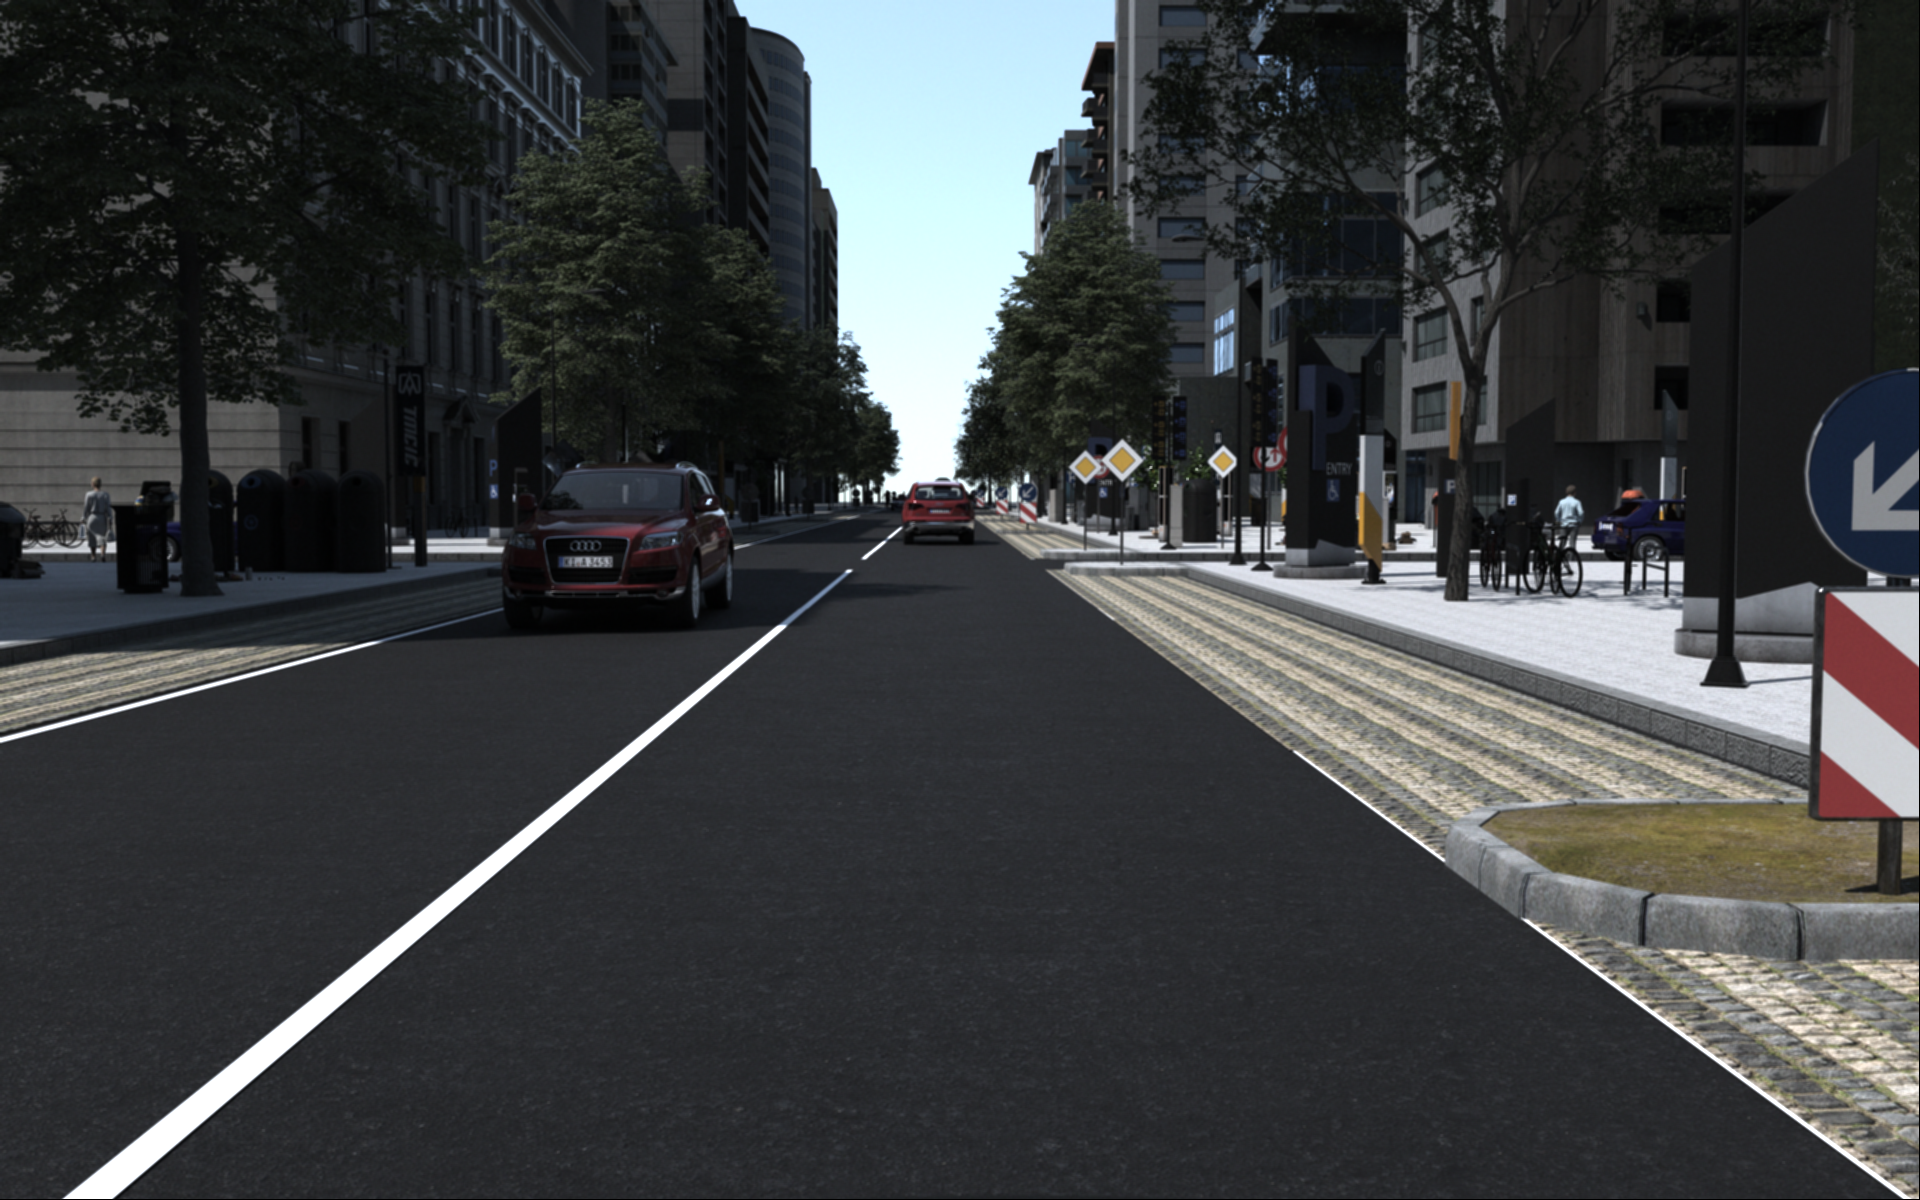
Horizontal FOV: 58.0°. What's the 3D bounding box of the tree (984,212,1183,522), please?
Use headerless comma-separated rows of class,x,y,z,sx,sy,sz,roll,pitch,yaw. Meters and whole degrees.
tree,5.468,-10.593,79.852,9.857,13.997,8.962,0,3,0

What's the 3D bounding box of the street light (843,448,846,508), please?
street light,-9.728,-10.004,136.101,1.470,5.913,1.316,0,4,-1

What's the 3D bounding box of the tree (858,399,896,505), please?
tree,-11.013,-17.569,205.378,7.486,12.596,7.792,0,3,0

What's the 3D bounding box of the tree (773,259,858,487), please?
tree,-9.830,-9.490,73.292,7.486,12.596,7.792,0,3,0

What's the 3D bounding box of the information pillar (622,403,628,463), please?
information pillar,-8.706,-3.284,45.056,0.183,3.616,0.504,0,4,-5

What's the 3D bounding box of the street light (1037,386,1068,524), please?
street light,3.894,-6.163,73.304,1.470,5.913,1.316,0,4,-1

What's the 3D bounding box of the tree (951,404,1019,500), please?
tree,4.119,-16.459,179.467,12.009,13.543,11.850,0,3,0

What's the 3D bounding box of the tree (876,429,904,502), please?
tree,-12.528,-20.925,267.874,9.928,11.665,9.643,0,3,0

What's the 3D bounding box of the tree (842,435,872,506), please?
tree,-11.730,-14.625,189.483,4.737,8.622,4.395,0,3,0

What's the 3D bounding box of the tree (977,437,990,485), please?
tree,3.975,-12.575,155.956,4.737,8.622,4.395,0,3,0

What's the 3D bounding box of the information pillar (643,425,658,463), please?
information pillar,-10.219,-4.021,57.100,0.504,3.616,0.183,-1,4,-14

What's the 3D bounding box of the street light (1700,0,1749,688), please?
street light,4.591,-2.379,11.445,1.470,5.913,1.316,0,4,-1

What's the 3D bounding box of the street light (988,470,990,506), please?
street light,3.238,-10.885,150.513,1.470,5.913,1.316,0,4,-1

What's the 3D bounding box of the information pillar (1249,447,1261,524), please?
information pillar,11.944,-4.804,69.895,0.504,3.616,0.183,1,4,12

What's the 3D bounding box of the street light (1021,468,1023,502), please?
street light,3.730,-7.371,93.061,1.470,5.913,1.316,0,4,-1

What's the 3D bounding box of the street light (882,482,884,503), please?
street light,-10.520,-15.037,218.391,1.470,5.913,1.316,0,4,-1

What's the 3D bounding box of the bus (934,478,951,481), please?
bus,-2.571,-16.354,258.933,2.896,3.916,12.252,0,4,0

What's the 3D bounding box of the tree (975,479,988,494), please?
tree,2.983,-15.493,247.913,1.663,3.219,1.824,0,3,0

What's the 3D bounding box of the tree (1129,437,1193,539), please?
tree,5.560,-3.399,50.173,1.663,3.219,1.824,0,3,0

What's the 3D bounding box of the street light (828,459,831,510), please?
street light,-9.472,-8.774,115.989,1.470,5.913,1.316,0,4,-1

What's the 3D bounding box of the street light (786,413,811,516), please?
street light,-9.307,-7.757,99.363,1.470,5.913,1.316,0,4,-1

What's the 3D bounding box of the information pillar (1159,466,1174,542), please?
information pillar,5.487,-2.542,46.054,0.304,2.012,0.304,-1,4,-23

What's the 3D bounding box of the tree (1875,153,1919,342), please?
tree,15.832,-4.615,25.816,4.360,8.622,3.978,0,3,0

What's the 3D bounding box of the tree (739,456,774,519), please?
tree,-10.450,-5.770,88.936,1.663,3.219,1.824,0,3,0

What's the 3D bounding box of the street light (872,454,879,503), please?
street light,-10.325,-13.828,198.635,1.470,5.913,1.316,0,4,-1

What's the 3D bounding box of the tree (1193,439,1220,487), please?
tree,8.508,-4.070,61.152,1.663,3.219,1.824,0,3,0

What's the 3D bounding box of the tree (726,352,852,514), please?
tree,-10.913,-10.717,109.637,8.767,10.594,7.601,0,4,2

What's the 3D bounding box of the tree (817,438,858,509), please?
tree,-10.648,-11.916,145.187,4.360,8.622,3.978,0,3,0

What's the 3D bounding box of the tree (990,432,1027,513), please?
tree,4.975,-11.654,140.899,4.737,8.622,4.395,0,3,0

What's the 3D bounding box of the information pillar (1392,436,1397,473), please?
information pillar,15.267,-4.298,61.622,0.504,3.616,0.183,-1,4,-16

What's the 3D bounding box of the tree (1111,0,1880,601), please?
tree,5.895,-5.245,20.169,8.767,10.594,7.601,1,4,8

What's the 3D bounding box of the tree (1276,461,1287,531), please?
tree,11.773,-4.019,60.312,1.663,3.219,1.824,0,3,0

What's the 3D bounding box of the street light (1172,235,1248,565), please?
street light,4.495,-3.588,31.203,1.470,5.913,1.316,0,4,-1

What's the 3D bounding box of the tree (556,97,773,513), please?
tree,-10.059,-8.047,49.694,7.486,12.596,7.792,0,3,0

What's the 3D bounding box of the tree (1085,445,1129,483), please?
tree,7.462,-6.452,89.211,4.285,4.588,4.351,0,3,0

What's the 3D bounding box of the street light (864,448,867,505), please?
street light,-10.059,-12.443,175.979,1.470,5.913,1.316,0,4,-1

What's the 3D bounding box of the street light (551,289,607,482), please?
street light,-8.694,-4.088,39.381,1.470,5.913,1.316,0,4,-1

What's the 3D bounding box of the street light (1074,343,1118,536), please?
street light,4.213,-4.955,53.548,1.470,5.913,1.316,0,4,-1

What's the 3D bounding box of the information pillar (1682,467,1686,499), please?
information pillar,19.998,-2.628,47.452,0.304,2.012,0.304,-3,4,-37

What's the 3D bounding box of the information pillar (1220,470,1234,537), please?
information pillar,8.038,-2.918,52.194,0.304,2.012,0.304,2,4,29

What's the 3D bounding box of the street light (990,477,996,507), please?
street light,3.238,-9.665,130.566,1.470,5.913,1.316,0,4,-1

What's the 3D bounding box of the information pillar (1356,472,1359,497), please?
information pillar,13.204,-3.288,58.247,0.304,2.012,0.304,-1,4,-9

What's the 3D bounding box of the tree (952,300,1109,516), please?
tree,4.677,-11.279,101.419,9.611,12.733,9.660,0,3,0

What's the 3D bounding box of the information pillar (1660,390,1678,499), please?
information pillar,16.092,-2.935,39.347,0.504,3.616,0.183,-2,4,-34

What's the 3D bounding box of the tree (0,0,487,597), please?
tree,-9.460,-6.296,21.069,7.486,12.596,7.792,0,3,0

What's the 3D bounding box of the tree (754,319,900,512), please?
tree,-11.068,-13.450,126.559,9.857,13.997,8.962,0,3,0

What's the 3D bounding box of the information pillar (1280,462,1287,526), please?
information pillar,13.141,-4.780,69.511,0.504,3.616,0.183,3,4,38

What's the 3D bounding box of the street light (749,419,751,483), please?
street light,-9.139,-6.548,79.606,1.470,5.913,1.316,0,4,-1

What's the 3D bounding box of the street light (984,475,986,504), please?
street light,2.889,-12.093,170.268,1.470,5.913,1.316,0,4,-1

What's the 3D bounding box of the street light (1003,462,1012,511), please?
street light,3.545,-8.618,113.445,1.470,5.913,1.316,0,4,-1

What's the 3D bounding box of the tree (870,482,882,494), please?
tree,-11.960,-15.655,250.552,1.663,3.219,1.824,0,3,0

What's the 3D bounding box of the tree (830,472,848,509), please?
tree,-10.752,-9.483,149.649,1.663,3.219,1.824,0,3,0

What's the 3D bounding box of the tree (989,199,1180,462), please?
tree,4.842,-9.129,67.388,7.486,12.596,7.792,0,3,0

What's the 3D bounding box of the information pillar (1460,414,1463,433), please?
information pillar,14.697,-3.655,51.107,0.183,3.616,0.504,-1,4,-19

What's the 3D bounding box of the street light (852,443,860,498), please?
street light,-9.827,-11.212,155.859,1.470,5.913,1.316,0,4,-1

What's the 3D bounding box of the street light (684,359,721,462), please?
street light,-8.932,-5.332,59.712,1.470,5.913,1.316,0,4,-1
